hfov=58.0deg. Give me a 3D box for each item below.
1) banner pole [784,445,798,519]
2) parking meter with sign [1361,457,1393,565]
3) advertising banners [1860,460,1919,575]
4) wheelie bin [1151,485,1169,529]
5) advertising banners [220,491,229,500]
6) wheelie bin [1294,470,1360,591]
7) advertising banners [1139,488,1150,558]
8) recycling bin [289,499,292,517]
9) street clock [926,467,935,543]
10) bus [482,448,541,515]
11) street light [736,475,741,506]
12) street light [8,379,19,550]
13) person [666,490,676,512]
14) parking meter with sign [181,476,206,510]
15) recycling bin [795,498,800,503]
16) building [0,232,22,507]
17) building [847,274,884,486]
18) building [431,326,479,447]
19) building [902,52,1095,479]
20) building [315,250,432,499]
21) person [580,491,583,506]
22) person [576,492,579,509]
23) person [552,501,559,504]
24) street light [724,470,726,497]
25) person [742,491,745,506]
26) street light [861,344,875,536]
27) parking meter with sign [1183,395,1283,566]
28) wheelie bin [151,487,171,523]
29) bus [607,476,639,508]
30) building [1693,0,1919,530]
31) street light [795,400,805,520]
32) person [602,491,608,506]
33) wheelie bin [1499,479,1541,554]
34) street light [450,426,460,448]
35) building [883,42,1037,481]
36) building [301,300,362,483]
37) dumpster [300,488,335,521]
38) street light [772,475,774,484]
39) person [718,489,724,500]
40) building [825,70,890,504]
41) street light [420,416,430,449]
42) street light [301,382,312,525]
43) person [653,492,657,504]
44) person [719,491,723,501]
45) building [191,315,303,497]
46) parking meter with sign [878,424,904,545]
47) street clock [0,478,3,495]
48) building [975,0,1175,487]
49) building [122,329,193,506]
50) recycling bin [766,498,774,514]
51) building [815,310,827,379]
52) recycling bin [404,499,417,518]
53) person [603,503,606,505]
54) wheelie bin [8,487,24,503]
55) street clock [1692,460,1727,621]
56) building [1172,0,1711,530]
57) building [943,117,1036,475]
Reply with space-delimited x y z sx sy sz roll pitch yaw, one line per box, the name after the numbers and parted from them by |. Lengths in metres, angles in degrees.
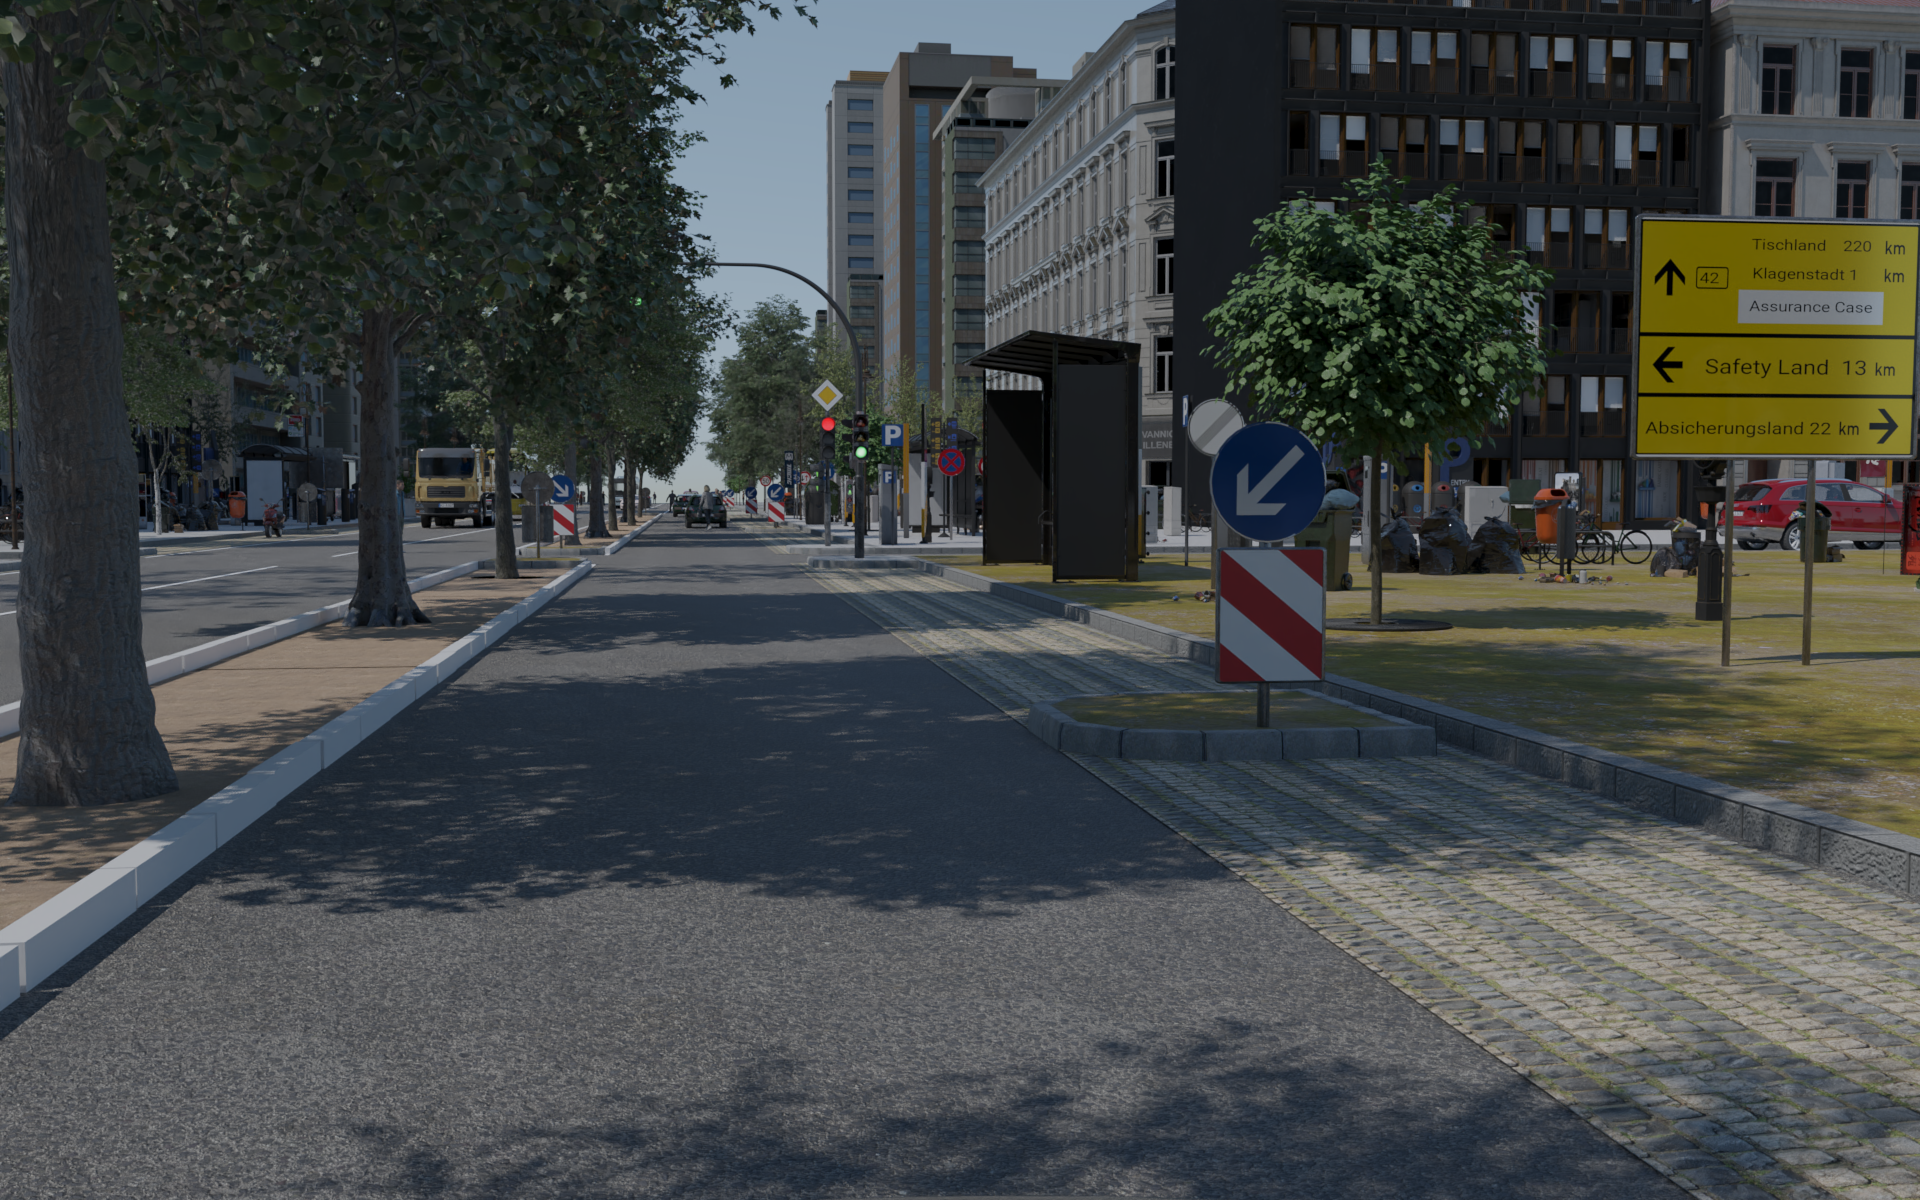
-8.513 -5.989 87.943 0.863 3.779 0.401 -1 4 -13 | banner pole
7.624 -2.154 31.480 0.543 3.016 1.738 0 4 2 | parking meter with sign
15.119 -1.897 27.209 2.074 3.025 0.090 3 5 43 | advertising banners
7.281 -3.366 62.934 0.980 1.594 0.693 0 4 6 | wheelie bin
-40.228 -6.006 94.385 0.090 3.025 2.074 3 5 41 | advertising banners
4.838 -0.924 23.015 0.980 1.594 0.693 3 4 37 | wheelie bin
3.058 -2.315 34.039 0.090 3.025 2.074 3 5 45 | advertising banners
-37.788 -5.189 97.390 0.722 1.027 0.722 2 4 24 | recycling bin
-0.832 -2.512 45.646 0.358 2.002 0.471 0 4 -1 | street clock
-24.795 -6.361 95.549 2.896 3.916 12.252 -1 4 -10 | bus
-27.116 -14.517 210.138 0.468 5.910 1.993 -1 4 -9 | street light
-21.870 -4.106 39.918 0.468 5.910 1.993 -1 4 -9 | street light
-22.605 -7.761 135.940 0.990 1.755 0.434 -1 4 -15 | person
-32.629 -4.750 73.926 0.543 3.016 1.738 1 4 22 | parking meter with sign
-10.672 -6.220 114.259 0.722 1.027 0.722 -2 4 -29 | recycling bin
-49.707 -17.929 79.036 13.634 28.700 20.117 -1 4 -9 | building
-8.067 -27.933 228.398 14.160 30.474 14.107 -1 4 -9 | building
-81.913 -39.965 242.664 28.713 52.752 27.495 -1 4 -9 | building
11.377 -28.432 156.744 32.217 40.220 23.993 -1 4 -9 | building
-79.938 -32.125 217.125 32.217 40.220 23.993 -1 4 -9 | building
-46.041 -12.366 210.643 0.705 1.831 1.348 -2 4 -25 | person
-36.875 -9.561 166.284 0.415 1.643 0.593 3 5 42 | person
-34.971 -8.504 150.767 0.991 1.433 0.599 -1 4 -13 | person
-37.179 -18.448 274.414 0.468 5.910 1.993 -1 4 -9 | street light
-24.512 -11.450 195.726 0.705 1.822 1.348 0 4 -6 | person
-2.922 -4.928 53.360 0.468 5.910 1.993 -1 4 -9 | street light
4.858 -2.111 30.780 1.738 3.016 0.543 0 4 -2 | parking meter with sign
-33.923 -4.016 73.577 0.693 1.594 0.980 -1 4 -14 | wheelie bin
-33.237 -10.832 171.956 2.948 3.499 13.247 -1 4 -9 | bus
35.944 -14.133 67.224 21.152 22.565 11.583 -1 4 -9 | building
-7.811 -6.854 84.843 0.468 5.910 1.993 -1 4 -9 | street light
-43.344 -12.364 210.670 0.705 1.822 1.348 2 4 34 | person
12.028 -1.780 37.014 0.980 1.594 0.693 1 4 15 | wheelie bin
-33.748 -8.743 115.743 0.468 5.910 1.993 -1 4 -9 | street light
-0.027 -32.049 174.113 14.600 45.320 14.200 -1 4 -9 | building
-66.681 -18.362 145.257 27.650 21.520 28.899 -1 4 -9 | building
-29.863 -4.570 80.476 1.264 1.857 1.865 -1 4 -9 | dumpster
-12.563 -8.776 116.281 0.468 5.910 1.993 -1 4 -9 | street light
-22.293 -9.249 159.359 1.348 1.869 0.705 -3 5 -40 | person
-8.602 -43.246 249.075 21.231 58.520 28.212 -1 4 -9 | building
-31.703 -7.948 102.741 0.468 5.910 1.993 -1 4 -9 | street light
-26.850 -6.026 71.320 0.468 5.910 1.993 -1 4 -9 | street light
-43.658 -14.601 247.759 0.617 1.759 0.750 -1 4 -21 | person
-19.813 -8.207 143.600 0.530 1.710 0.541 1 4 18 | person
-59.435 -30.358 120.050 21.300 48.544 21.600 -1 4 -9 | building
-1.809 -2.925 44.086 0.543 3.016 1.738 -1 4 -9 | parking meter with sign
-39.316 -4.044 70.688 0.471 2.002 0.358 -2 4 -26 | street clock
12.811 -19.705 98.591 17.030 29.872 44.131 -1 4 -9 | building
-52.052 -16.374 97.391 12.332 23.373 15.834 -1 4 -9 | building
-12.308 -6.215 114.168 0.722 1.027 0.722 -3 5 -44 | recycling bin
-15.753 -30.534 270.924 14.160 30.474 14.107 -1 4 -9 | building
-30.329 -5.051 95.130 0.722 1.027 0.722 -3 4 -38 | recycling bin
-47.609 -13.639 231.513 0.705 1.822 1.348 2 4 35 | person
-40.337 -4.053 74.178 0.693 1.594 0.980 -1 4 -19 | wheelie bin
7.603 -0.792 17.525 0.358 2.002 0.471 -1 4 -11 | street clock
17.457 -14.436 65.702 15.834 23.373 12.332 -1 4 -9 | building
5.469 -22.335 136.886 14.160 30.474 14.107 -1 4 -9 | building
